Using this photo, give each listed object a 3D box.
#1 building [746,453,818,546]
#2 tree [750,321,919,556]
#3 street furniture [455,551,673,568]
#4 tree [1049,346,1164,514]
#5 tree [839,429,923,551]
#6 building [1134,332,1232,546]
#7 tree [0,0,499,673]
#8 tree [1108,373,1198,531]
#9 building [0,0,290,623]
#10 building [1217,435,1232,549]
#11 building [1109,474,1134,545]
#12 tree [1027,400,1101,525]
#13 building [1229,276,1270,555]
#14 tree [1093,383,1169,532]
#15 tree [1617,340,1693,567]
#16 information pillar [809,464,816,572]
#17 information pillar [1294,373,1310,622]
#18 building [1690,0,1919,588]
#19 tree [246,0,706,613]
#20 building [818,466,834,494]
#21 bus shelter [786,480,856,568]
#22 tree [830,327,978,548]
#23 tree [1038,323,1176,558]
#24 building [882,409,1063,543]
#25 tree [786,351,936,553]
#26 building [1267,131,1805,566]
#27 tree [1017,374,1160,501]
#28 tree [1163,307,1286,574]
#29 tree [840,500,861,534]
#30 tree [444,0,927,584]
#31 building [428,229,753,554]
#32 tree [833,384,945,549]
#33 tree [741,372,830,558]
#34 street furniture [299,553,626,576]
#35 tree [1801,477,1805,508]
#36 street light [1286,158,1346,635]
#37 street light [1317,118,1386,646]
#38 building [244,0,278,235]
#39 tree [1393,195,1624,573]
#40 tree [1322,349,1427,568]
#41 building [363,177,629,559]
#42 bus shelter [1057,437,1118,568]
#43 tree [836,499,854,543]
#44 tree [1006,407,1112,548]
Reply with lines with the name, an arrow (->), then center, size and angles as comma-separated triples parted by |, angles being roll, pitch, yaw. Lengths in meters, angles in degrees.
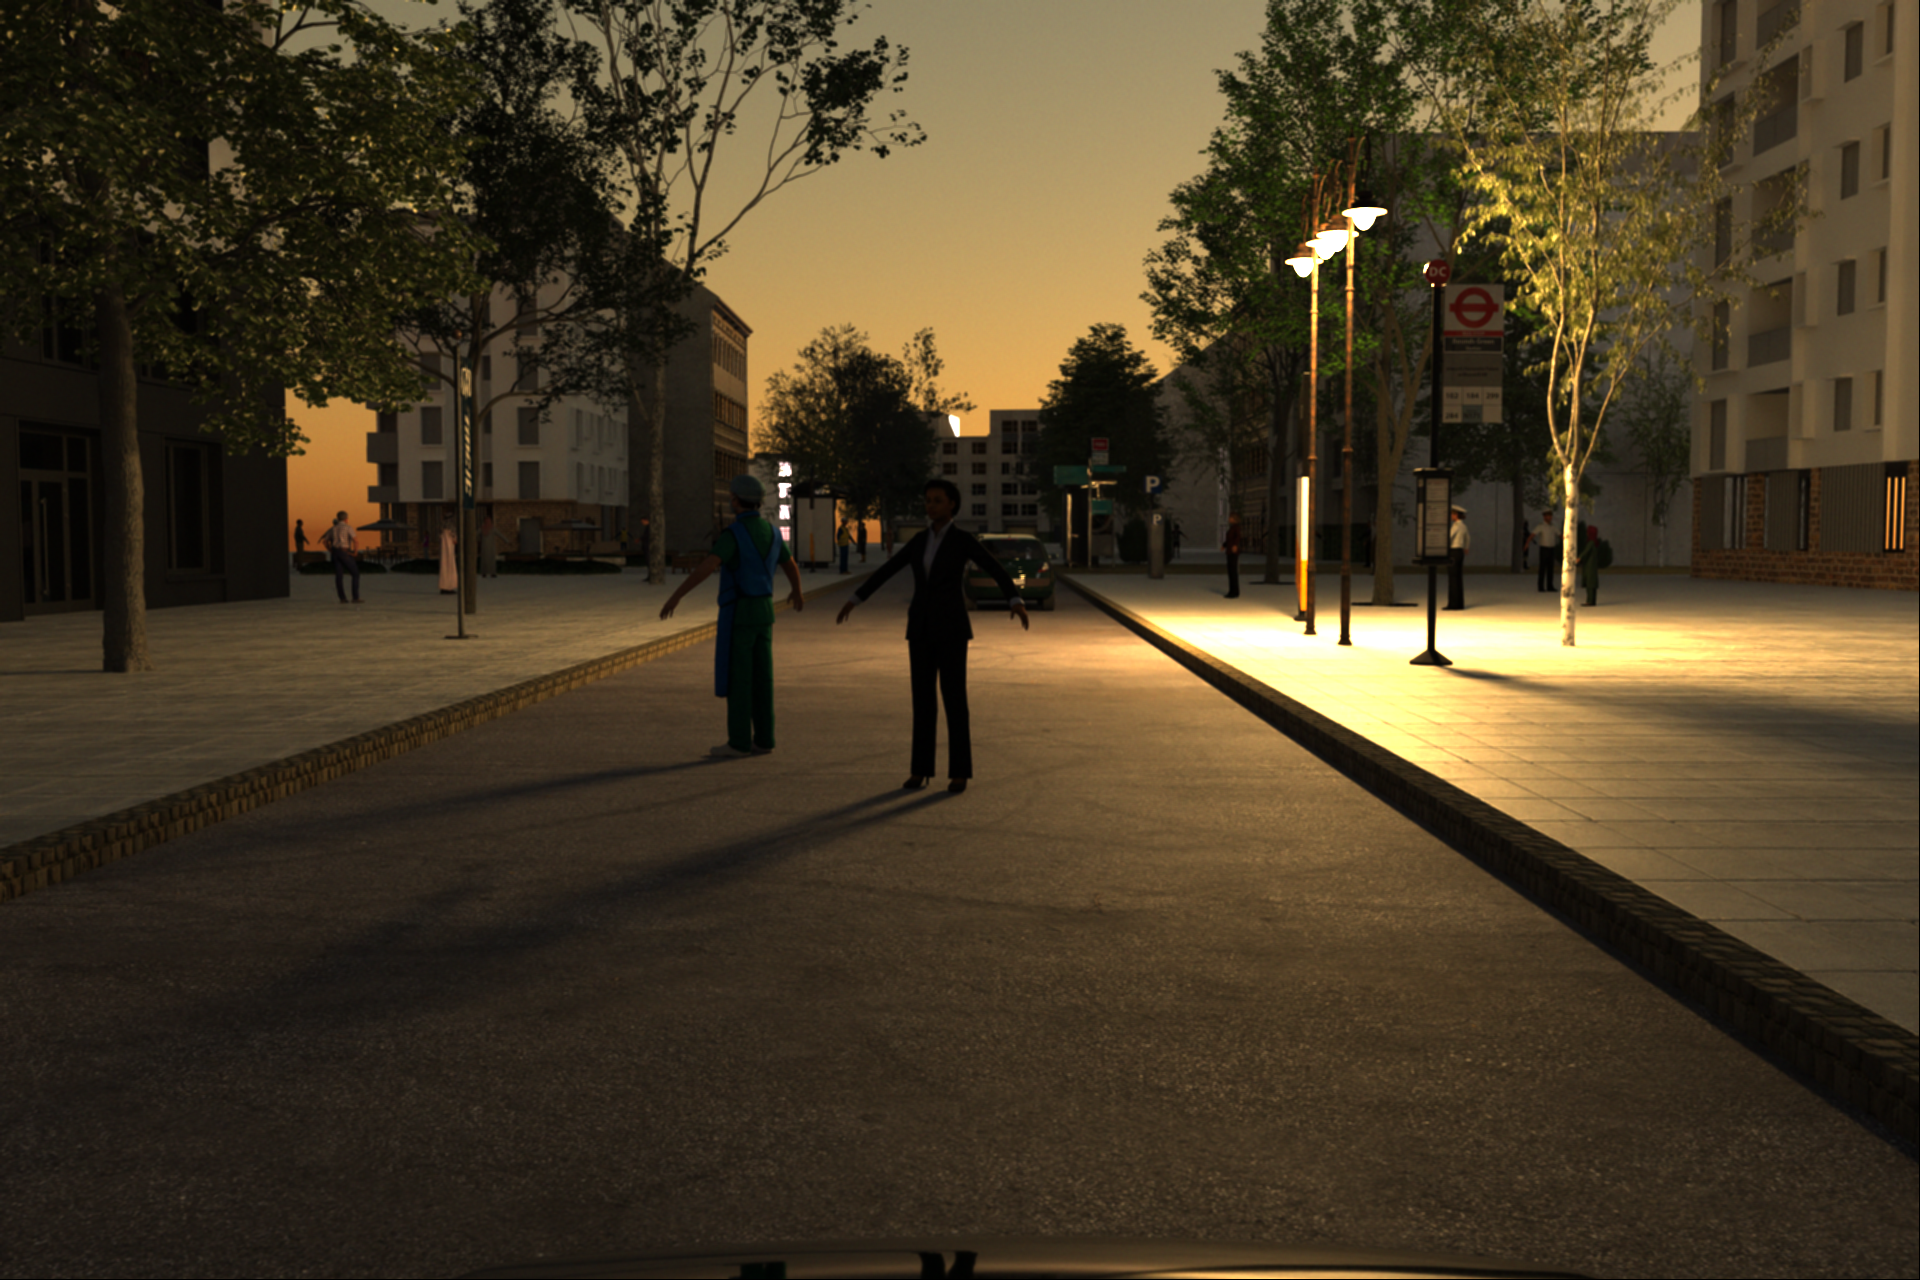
building -> -20.219, -15.346, 193.053 | 9.099, 9.664, 28.070 | 0, 4, 1
tree -> -7.272, -11.602, 100.057 | 12.009, 13.543, 11.850 | 0, 3, 0
street furniture -> -14.786, -3.150, 67.127 | 10.072, 0.657, 5.734 | -3, 5, -40
tree -> 8.912, -11.392, 104.383 | 7.486, 12.596, 7.792 | 0, 3, 0
tree -> -6.315, -12.244, 134.606 | 7.601, 10.594, 8.767 | 0, 4, 1
building -> 29.286, -21.999, 190.605 | 19.493, 23.208, 18.063 | 0, 4, 1
tree -> -8.226, -5.971, 15.751 | 7.486, 12.596, 7.792 | 0, 3, 0
tree -> 8.487, -7.861, 78.890 | 4.360, 8.622, 3.978 | 0, 3, 0
building -> -27.913, -10.687, 18.714 | 27.936, 21.610, 32.646 | 0, 4, 1
building -> 26.561, -11.858, 136.026 | 9.099, 9.664, 28.070 | 0, 4, 1
building -> 26.183, -21.800, 222.889 | 16.747, 18.905, 31.486 | 0, 4, 1
tree -> 9.183, -13.754, 143.000 | 7.486, 12.596, 7.792 | 0, 3, 0
building -> 27.802, -17.083, 110.234 | 19.493, 23.208, 18.063 | 0, 4, 1
tree -> 7.943, -8.233, 84.969 | 4.360, 8.622, 3.978 | 0, 3, 0
tree -> 27.309, -7.120, 66.767 | 4.737, 8.622, 4.395 | 0, 3, 0
information pillar -> -4.955, -4.080, 58.068 | 0.183, 3.616, 0.504 | 0, 4, 3
information pillar -> 5.039, -2.087, 25.484 | 0.183, 3.616, 0.504 | 0, 4, 1
building -> 26.441, -11.738, 48.336 | 16.016, 20.090, 11.380 | 0, 4, 1
tree -> -7.633, -5.709, 27.749 | 7.601, 10.594, 8.767 | -2, 4, -24
building -> -20.743, -17.195, 223.281 | 9.099, 9.664, 28.070 | 0, 4, 1
bus shelter -> -5.324, -4.473, 67.061 | 2.014, 3.302, 5.546 | 0, 4, 3
tree -> -5.266, -18.503, 158.411 | 12.611, 20.169, 13.585 | 0, 3, 0
tree -> 7.663, -10.743, 93.775 | 7.486, 12.596, 7.792 | 0, 3, 0
building -> 5.629, -23.481, 252.834 | 31.486, 18.905, 16.747 | 1, 4, 10
tree -> -6.575, -12.501, 114.766 | 12.009, 13.543, 11.850 | 0, 3, 0
building -> 26.012, -13.365, 84.977 | 16.747, 18.905, 31.486 | 0, 4, 1
tree -> 9.059, -12.884, 121.028 | 12.009, 13.543, 11.850 | 0, 3, 0
tree -> 9.155, -6.438, 55.620 | 4.360, 8.622, 3.978 | 0, 3, 0
tree -> -14.315, -18.111, 246.475 | 4.360, 8.622, 3.978 | 0, 3, 0
tree -> -7.261, -11.571, 45.078 | 12.611, 20.169, 13.585 | 0, 3, 0
building -> -25.094, -17.670, 119.826 | 19.493, 23.208, 18.063 | 0, 3, 0
tree -> -6.073, -14.630, 145.855 | 9.857, 13.997, 8.962 | 0, 3, 0
tree -> -7.611, -7.821, 78.234 | 4.360, 8.622, 3.978 | 0, 3, 0
street furniture -> -15.661, -2.463, 55.894 | 10.072, 0.657, 5.734 | 0, 4, 5
tree -> 28.041, -6.623, 58.647 | 4.360, 8.622, 3.978 | 0, 3, 0
street light -> 4.453, -3.000, 21.843 | 0.468, 5.910, 1.993 | 0, 4, 1
street light -> 4.447, -2.877, 19.831 | 0.468, 5.910, 1.993 | 0, 4, 1
building -> -25.167, -11.086, 37.677 | 16.016, 20.090, 11.380 | 0, 4, 1
tree -> 18.095, -8.500, 57.095 | 7.486, 12.596, 7.792 | 0, 3, 0
tree -> 15.915, -7.100, 66.450 | 4.360, 8.622, 3.978 | 0, 3, 0
building -> -25.328, -14.407, 91.969 | 16.016, 20.090, 11.380 | 0, 4, 2
bus shelter -> 5.043, -5.628, 69.652 | 2.179, 5.291, 8.768 | 0, 4, 2
tree -> -16.101, -18.475, 252.424 | 4.737, 8.622, 4.395 | 0, 3, 0
tree -> 9.380, -15.180, 158.566 | 12.009, 13.543, 11.850 | 0, 3, 0
